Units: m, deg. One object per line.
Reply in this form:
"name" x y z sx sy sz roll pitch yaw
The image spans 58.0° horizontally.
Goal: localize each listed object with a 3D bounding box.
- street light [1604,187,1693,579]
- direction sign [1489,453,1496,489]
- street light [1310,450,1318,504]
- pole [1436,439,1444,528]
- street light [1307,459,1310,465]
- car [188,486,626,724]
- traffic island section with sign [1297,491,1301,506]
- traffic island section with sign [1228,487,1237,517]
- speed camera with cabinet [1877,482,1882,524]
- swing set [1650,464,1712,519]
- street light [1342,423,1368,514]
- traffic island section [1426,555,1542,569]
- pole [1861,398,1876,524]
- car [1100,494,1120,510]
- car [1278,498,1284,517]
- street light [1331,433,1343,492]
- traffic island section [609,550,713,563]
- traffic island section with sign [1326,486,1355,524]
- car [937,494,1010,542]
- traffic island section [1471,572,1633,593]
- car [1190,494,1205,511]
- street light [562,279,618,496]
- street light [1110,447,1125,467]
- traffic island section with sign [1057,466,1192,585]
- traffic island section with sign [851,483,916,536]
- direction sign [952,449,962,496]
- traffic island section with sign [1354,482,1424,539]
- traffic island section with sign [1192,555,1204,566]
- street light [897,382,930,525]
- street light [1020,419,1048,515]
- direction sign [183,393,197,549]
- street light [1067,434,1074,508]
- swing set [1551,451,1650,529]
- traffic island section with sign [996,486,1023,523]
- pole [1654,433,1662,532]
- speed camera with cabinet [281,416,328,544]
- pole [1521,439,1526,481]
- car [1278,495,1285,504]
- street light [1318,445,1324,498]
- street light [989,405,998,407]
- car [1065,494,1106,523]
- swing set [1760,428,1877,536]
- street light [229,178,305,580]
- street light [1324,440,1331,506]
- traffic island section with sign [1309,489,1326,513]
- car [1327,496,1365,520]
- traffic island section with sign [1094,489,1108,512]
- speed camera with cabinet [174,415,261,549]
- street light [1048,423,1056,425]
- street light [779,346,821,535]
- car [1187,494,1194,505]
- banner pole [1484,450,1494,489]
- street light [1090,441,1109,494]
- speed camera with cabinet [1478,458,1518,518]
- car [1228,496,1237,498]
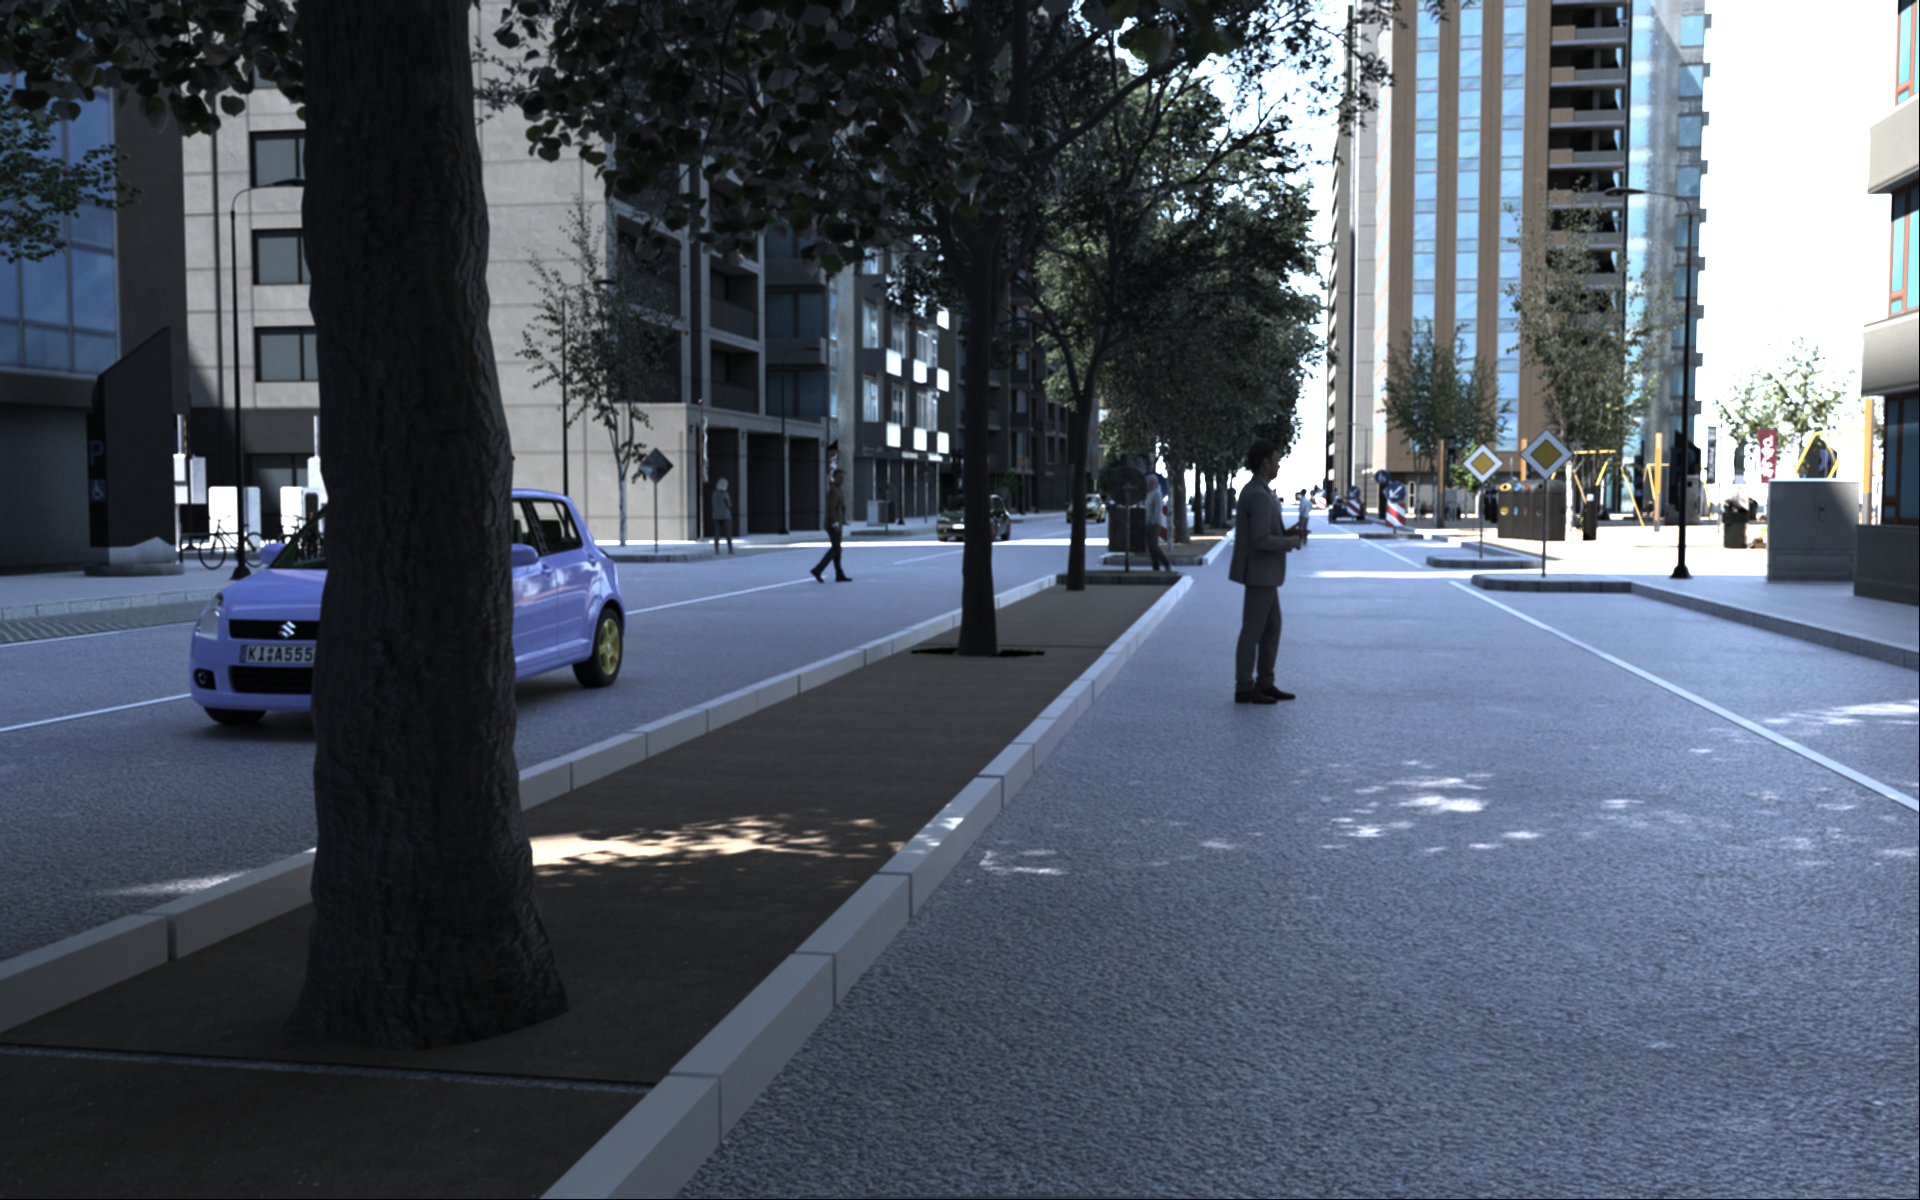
"street light" 10.456 -3.289 26.311 1.470 5.913 1.316 1 4 10
"direction sign" 29.611 -6.411 96.815 0.379 3.537 0.876 -2 4 -28
"street light" 40.080 -13.476 192.866 1.470 5.913 1.316 1 4 10
"pole" 17.931 -4.333 64.682 0.158 3.312 0.155 0 3 0
"street light" 43.303 -14.571 210.783 1.470 5.913 1.316 1 4 10
"car" -3.627 -0.133 11.769 1.945 1.707 3.694 1 4 9
"traffic island section with sign" 32.385 -9.237 159.659 1.989 1.847 2.006 1 4 10
"traffic island section with sign" 17.135 -6.190 109.335 2.006 1.907 1.989 1 4 10
"speed camera with cabinet" 13.217 -1.764 23.175 0.660 3.252 2.038 -1 4 -9
"swing set" 37.403 -5.713 91.027 3.119 2.851 2.862 0 4 -1
"street light" 26.025 -8.618 113.440 1.470 5.913 1.316 1 4 10
"traffic island section" 10.414 -0.751 34.555 2.009 0.180 2.903 1 4 10
"pole" 19.360 -2.635 36.931 0.158 3.312 0.155 0 3 0
"car" 11.989 -8.018 140.885 2.009 1.686 4.222 1 4 10
"car" 18.282 -5.577 103.183 2.014 1.417 4.499 1 4 9
"street light" 28.991 -9.682 130.844 1.470 5.913 1.316 1 4 10
"traffic island section" -6.609 -0.936 37.581 2.009 0.180 2.903 1 4 10
"traffic island section with sign" 18.773 -4.568 83.310 1.989 1.847 2.006 1 4 10
"car" 0.440 -2.628 52.761 2.009 1.686 4.222 1 4 11
"traffic island section" 9.013 -0.270 26.693 2.009 0.180 2.903 1 4 10
"car" 20.257 -8.312 144.703 1.959 1.807 4.718 1 4 10
"street light" -8.070 -3.979 37.596 1.470 5.913 1.316 1 4 10
"street light" 14.821 -11.836 166.055 1.470 5.913 1.316 1 4 10
"traffic island section with sign" 2.656 -1.219 28.064 2.006 1.907 1.989 1 4 10
"traffic island section with sign" -2.600 -3.145 60.043 1.989 1.847 2.006 1 4 10
"direction sign" -0.159 -5.825 87.228 0.379 3.537 0.876 -2 4 -34
"traffic island section with sign" 13.921 -2.899 56.024 1.989 1.847 2.006 1 4 10
"traffic island section with sign" 3.965 -1.665 35.355 2.006 1.907 1.989 1 4 10
"street light" -1.929 -6.089 72.091 1.470 5.913 1.316 1 4 10
"street light" 4.466 -8.252 107.463 1.470 5.913 1.316 1 4 10
"direction sign" -17.487 -2.891 39.267 0.379 3.537 0.876 -2 4 -32
"street light" 8.725 -9.722 131.503 1.470 5.913 1.316 1 4 10
"swing set" 23.039 -4.045 63.759 2.862 2.851 3.119 -1 4 -16
"traffic island section with sign" 2.122 -4.768 86.583 1.989 1.847 2.006 1 4 10
"pole" 23.343 -3.919 57.917 0.158 3.312 0.155 0 3 0
"speed camera with cabinet" -16.188 -2.991 43.237 0.660 3.252 2.038 0 4 7
"pole" 20.941 -4.316 64.406 0.158 3.312 0.155 0 3 0
"car" 48.384 -15.301 262.749 1.945 1.354 3.894 1 4 10
"street light" 35.209 -11.800 165.468 1.470 5.913 1.316 1 4 10
"street light" 1.294 -7.206 90.358 1.470 5.913 1.316 1 4 10
"car" 6.309 -4.669 86.568 2.015 1.641 3.980 1 4 10
"swing set" 21.531 -2.742 42.460 2.862 2.851 3.119 1 4 9
"street light" -10.232 -3.251 25.687 1.470 5.913 1.316 1 4 10
"street light" 32.202 -10.752 148.333 1.470 5.913 1.316 1 4 10
"traffic island section with sign" 27.611 -7.603 132.932 1.989 1.847 2.006 1 4 10
"car" 20.399 -4.823 91.431 1.945 1.354 3.894 1 4 9
"traffic island section with sign" 10.902 -7.783 135.885 1.989 1.847 2.006 1 4 10
"speed camera with cabinet" -17.506 -2.831 40.618 2.038 3.252 0.660 1 4 9
"street light" 5.578 -8.623 113.528 1.470 5.913 1.316 1 4 10
"street light" -5.063 -5.027 54.730 1.470 5.913 1.316 1 4 10
"car" 31.639 -13.681 233.477 2.009 1.686 4.222 1 4 10
"banner pole" 29.879 -6.606 98.020 0.863 3.779 0.401 2 4 30
"street light" 11.773 -10.770 148.630 1.470 5.913 1.316 1 4 10
"speed camera with cabinet" 29.305 -6.120 94.397 0.660 3.252 2.038 -3 5 -45
"car" 32.433 -12.170 208.569 1.945 1.707 3.694 1 4 12
